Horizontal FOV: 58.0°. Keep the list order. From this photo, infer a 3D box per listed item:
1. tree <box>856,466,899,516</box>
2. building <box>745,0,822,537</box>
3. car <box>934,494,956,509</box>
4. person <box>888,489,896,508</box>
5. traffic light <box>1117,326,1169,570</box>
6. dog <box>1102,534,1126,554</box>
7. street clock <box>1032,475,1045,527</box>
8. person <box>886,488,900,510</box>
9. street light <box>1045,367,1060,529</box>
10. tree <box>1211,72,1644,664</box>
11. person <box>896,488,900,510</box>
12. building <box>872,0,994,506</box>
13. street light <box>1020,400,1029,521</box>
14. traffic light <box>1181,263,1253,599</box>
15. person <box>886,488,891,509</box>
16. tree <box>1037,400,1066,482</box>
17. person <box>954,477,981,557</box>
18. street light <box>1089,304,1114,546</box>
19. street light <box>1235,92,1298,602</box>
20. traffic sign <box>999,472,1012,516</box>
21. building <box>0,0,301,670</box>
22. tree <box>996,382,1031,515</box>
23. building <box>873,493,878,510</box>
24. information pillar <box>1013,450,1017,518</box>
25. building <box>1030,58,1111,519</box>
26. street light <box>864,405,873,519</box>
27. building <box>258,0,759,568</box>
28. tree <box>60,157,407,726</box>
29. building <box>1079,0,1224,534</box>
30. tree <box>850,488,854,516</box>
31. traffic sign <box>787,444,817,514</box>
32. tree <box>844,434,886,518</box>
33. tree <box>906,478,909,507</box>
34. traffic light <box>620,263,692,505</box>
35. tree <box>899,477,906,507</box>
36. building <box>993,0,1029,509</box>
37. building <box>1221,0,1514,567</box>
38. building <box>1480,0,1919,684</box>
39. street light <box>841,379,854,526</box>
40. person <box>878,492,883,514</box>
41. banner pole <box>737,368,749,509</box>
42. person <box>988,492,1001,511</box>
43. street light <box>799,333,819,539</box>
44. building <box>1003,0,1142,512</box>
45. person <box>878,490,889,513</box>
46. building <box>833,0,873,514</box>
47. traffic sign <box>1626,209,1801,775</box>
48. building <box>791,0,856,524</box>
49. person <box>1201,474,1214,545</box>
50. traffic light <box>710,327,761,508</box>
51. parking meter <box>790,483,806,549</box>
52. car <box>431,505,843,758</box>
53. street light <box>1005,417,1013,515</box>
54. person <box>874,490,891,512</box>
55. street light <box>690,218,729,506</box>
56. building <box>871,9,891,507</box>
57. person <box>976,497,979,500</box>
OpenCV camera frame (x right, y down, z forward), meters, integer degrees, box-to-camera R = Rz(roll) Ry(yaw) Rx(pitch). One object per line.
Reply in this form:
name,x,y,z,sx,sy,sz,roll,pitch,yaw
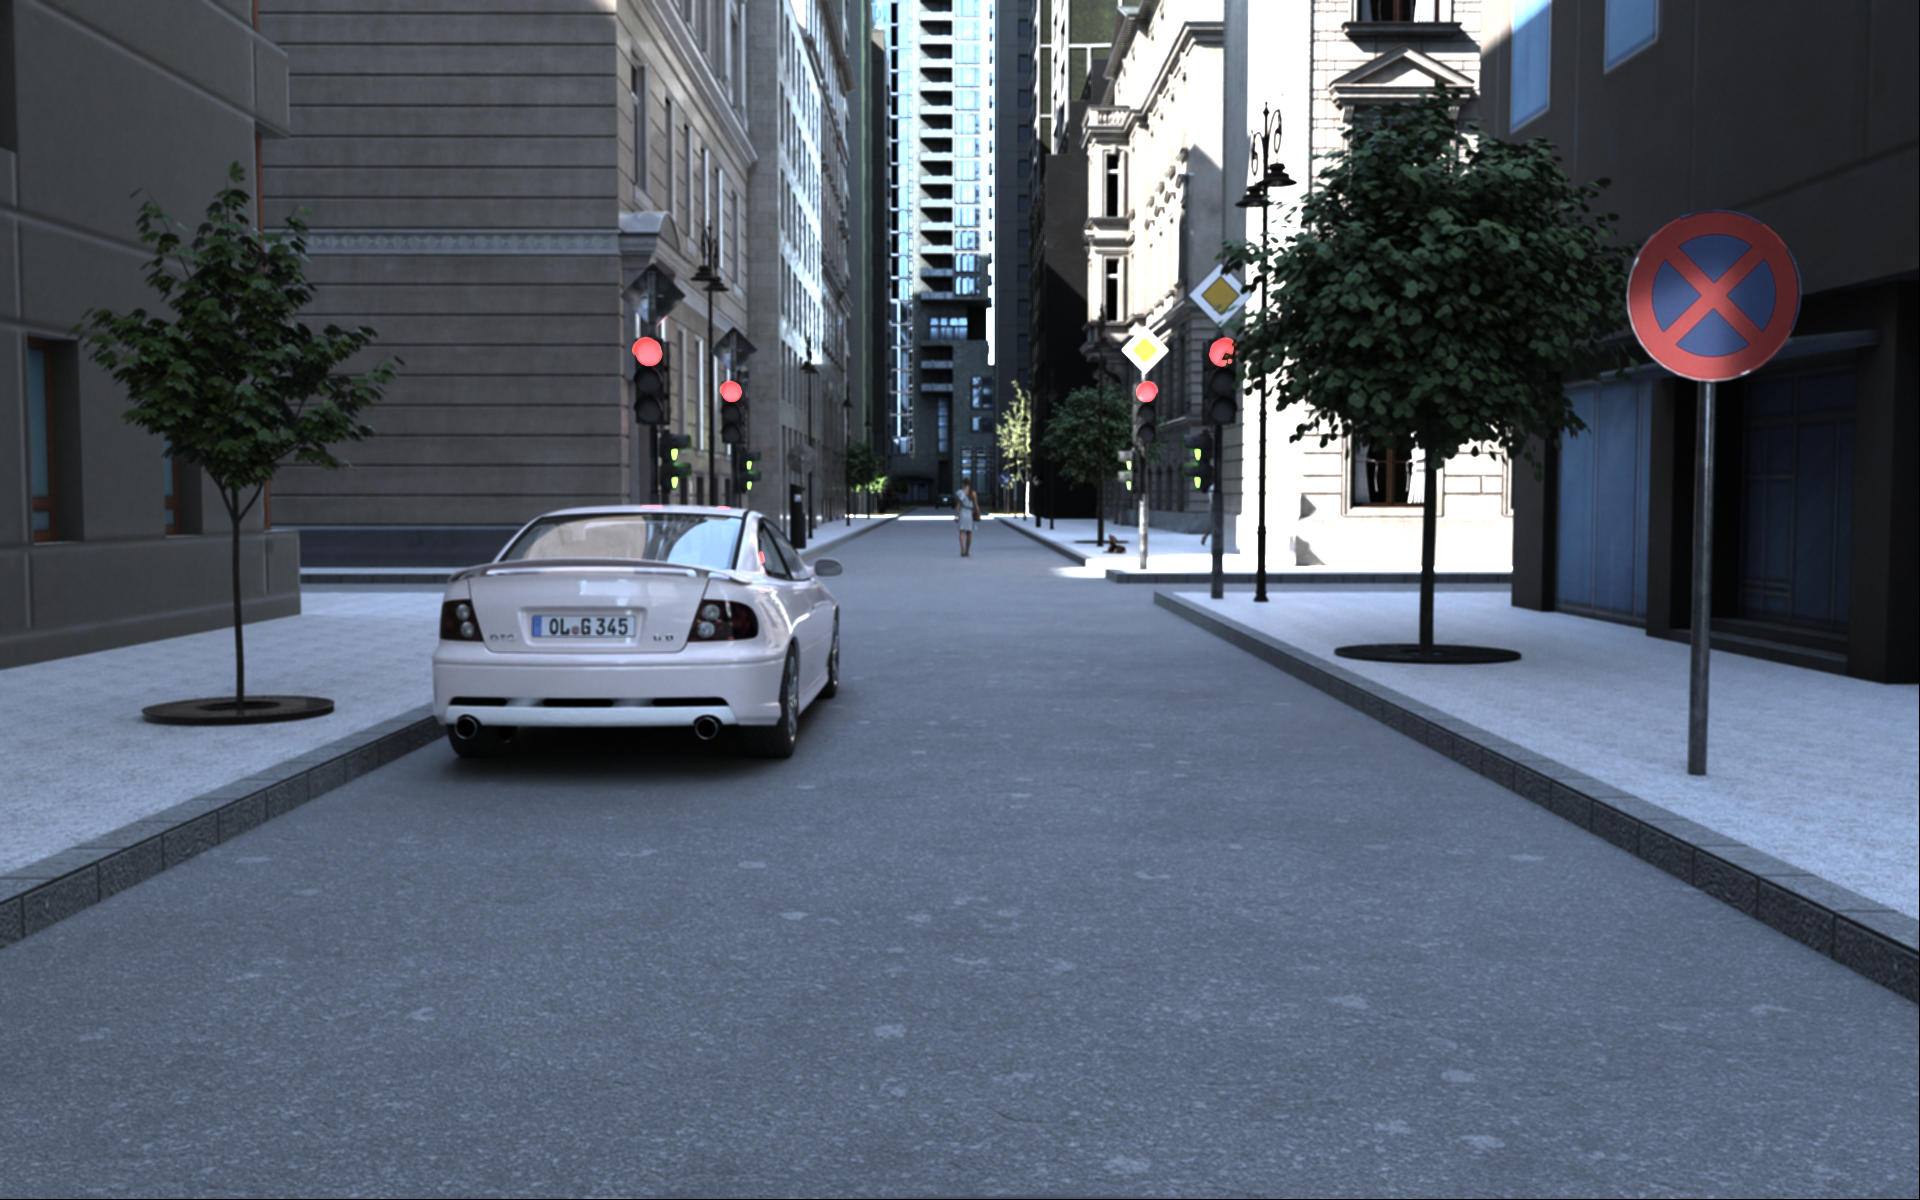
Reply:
tree,-4.827,-6.484,100.609,1.663,3.219,1.824,0,3,0
building,-10.446,-12.417,57.773,10.420,20.320,16.860,0,4,0
car,-1.435,-9.496,167.063,2.131,1.459,4.920,0,4,0
person,-6.216,-9.068,155.135,1.217,1.723,0.721,2,4,34
traffic light,3.082,-2.462,29.170,0.839,4.253,0.868,0,4,0
dog,3.324,-1.204,37.427,0.550,0.427,0.748,1,4,10
street clock,3.034,-3.822,67.064,0.471,2.002,0.358,0,4,1
person,-5.230,-7.892,135.791,1.217,1.743,0.721,1,4,15
street light,3.345,-5.516,62.974,0.468,5.910,1.993,0,4,0
tree,3.749,-1.825,13.554,4.285,4.588,4.351,0,3,0
person,-4.975,-8.185,140.588,0.721,1.735,1.217,0,4,6
building,-9.381,-54.099,197.186,31.000,86.520,22.319,0,4,0
street light,3.142,-6.785,83.721,0.468,5.910,1.993,0,4,0
traffic light,3.143,-1.973,21.185,0.839,4.253,0.868,0,4,0
person,-6.108,-8.508,145.169,1.348,1.821,0.705,-3,5,-40
tree,3.679,-3.794,45.753,4.285,4.588,4.351,0,3,0
person,0.177,-1.896,39.597,0.616,1.811,0.778,0,4,4
street light,3.435,-4.250,42.274,0.468,5.910,1.993,0,4,0
street light,3.599,-2.920,20.524,0.468,5.910,1.993,0,4,0
traffic sign,2.639,-6.195,101.395,0.768,2.556,0.104,0,4,2
building,-21.375,-9.717,3.913,28.899,21.520,27.650,0,4,0
tree,4.179,-9.598,107.295,4.737,8.622,4.395,0,3,0
building,-17.161,-42.995,141.222,20.563,71.187,20.611,0,4,0
information pillar,2.986,-6.212,92.923,0.183,3.616,0.504,0,4,7
building,10.476,-16.324,96.583,12.332,23.373,15.834,0,4,0
street light,-4.745,-7.153,89.746,0.468,5.910,1.993,0,4,0
building,-12.115,-15.482,39.029,13.634,28.700,20.117,0,4,0
tree,-4.062,-0.944,10.032,1.663,3.219,1.824,0,3,0
building,12.290,-15.428,71.325,14.460,24.649,34.723,0,4,0
tree,-6.089,-6.666,103.590,1.663,3.219,1.824,0,3,0
traffic sign,-4.024,-2.693,44.141,0.768,2.556,0.104,0,3,0
tree,-5.773,-6.749,94.055,4.285,4.588,4.351,0,3,0
tree,-5.651,-11.179,177.370,1.663,3.219,1.824,0,3,0
traffic light,-3.718,-1.969,21.117,0.839,4.253,0.868,0,4,0
tree,-6.017,-9.939,157.103,1.663,3.219,1.824,0,3,0
building,13.682,-38.075,164.519,21.231,58.520,28.212,0,4,0
building,14.962,-10.409,34.815,19.286,19.102,10.561,0,4,0
building,12.923,-22.124,11.840,14.600,45.320,14.200,0,4,0
street light,-4.516,-5.935,69.828,0.468,5.910,1.993,0,4,0
person,-5.087,-6.447,112.166,0.721,1.736,1.217,-1,4,-9
banner pole,-3.905,-2.518,31.179,0.401,3.779,0.863,-1,4,-23
person,2.643,-7.567,133.029,1.065,1.426,0.557,1,4,23
street light,-4.323,-4.714,49.856,0.468,5.910,1.993,0,4,0
building,14.027,-42.906,139.768,20.563,71.187,20.611,0,4,0
person,-5.106,-6.634,114.535,0.705,1.821,1.348,-2,4,-34
building,-13.624,-26.988,124.847,14.154,41.232,14.086,0,4,0
traffic sign,3.377,-0.474,7.857,0.768,2.556,0.104,0,4,3
building,-11.570,-17.201,78.494,12.463,27.353,25.104,0,4,0
person,6.237,-2.232,42.769,0.478,1.798,0.641,-3,5,-43
traffic light,-3.779,-2.458,29.102,0.839,4.253,0.868,0,4,0
parking meter,-3.817,-1.980,40.782,0.372,1.533,0.369,0,3,0
car,-1.809,0.097,10.781,2.083,1.381,4.827,0,4,1
street light,2.907,-8.003,103.639,0.468,5.910,1.993,0,4,0
person,-5.537,-7.241,124.527,1.348,1.812,0.705,-2,4,-24
street light,-4.217,-3.459,29.342,0.468,5.910,1.993,0,4,0
building,-17.658,-33.319,168.471,21.600,48.544,21.300,0,4,0
person,0.920,-7.447,130.972,1.217,1.735,0.721,2,4,31
